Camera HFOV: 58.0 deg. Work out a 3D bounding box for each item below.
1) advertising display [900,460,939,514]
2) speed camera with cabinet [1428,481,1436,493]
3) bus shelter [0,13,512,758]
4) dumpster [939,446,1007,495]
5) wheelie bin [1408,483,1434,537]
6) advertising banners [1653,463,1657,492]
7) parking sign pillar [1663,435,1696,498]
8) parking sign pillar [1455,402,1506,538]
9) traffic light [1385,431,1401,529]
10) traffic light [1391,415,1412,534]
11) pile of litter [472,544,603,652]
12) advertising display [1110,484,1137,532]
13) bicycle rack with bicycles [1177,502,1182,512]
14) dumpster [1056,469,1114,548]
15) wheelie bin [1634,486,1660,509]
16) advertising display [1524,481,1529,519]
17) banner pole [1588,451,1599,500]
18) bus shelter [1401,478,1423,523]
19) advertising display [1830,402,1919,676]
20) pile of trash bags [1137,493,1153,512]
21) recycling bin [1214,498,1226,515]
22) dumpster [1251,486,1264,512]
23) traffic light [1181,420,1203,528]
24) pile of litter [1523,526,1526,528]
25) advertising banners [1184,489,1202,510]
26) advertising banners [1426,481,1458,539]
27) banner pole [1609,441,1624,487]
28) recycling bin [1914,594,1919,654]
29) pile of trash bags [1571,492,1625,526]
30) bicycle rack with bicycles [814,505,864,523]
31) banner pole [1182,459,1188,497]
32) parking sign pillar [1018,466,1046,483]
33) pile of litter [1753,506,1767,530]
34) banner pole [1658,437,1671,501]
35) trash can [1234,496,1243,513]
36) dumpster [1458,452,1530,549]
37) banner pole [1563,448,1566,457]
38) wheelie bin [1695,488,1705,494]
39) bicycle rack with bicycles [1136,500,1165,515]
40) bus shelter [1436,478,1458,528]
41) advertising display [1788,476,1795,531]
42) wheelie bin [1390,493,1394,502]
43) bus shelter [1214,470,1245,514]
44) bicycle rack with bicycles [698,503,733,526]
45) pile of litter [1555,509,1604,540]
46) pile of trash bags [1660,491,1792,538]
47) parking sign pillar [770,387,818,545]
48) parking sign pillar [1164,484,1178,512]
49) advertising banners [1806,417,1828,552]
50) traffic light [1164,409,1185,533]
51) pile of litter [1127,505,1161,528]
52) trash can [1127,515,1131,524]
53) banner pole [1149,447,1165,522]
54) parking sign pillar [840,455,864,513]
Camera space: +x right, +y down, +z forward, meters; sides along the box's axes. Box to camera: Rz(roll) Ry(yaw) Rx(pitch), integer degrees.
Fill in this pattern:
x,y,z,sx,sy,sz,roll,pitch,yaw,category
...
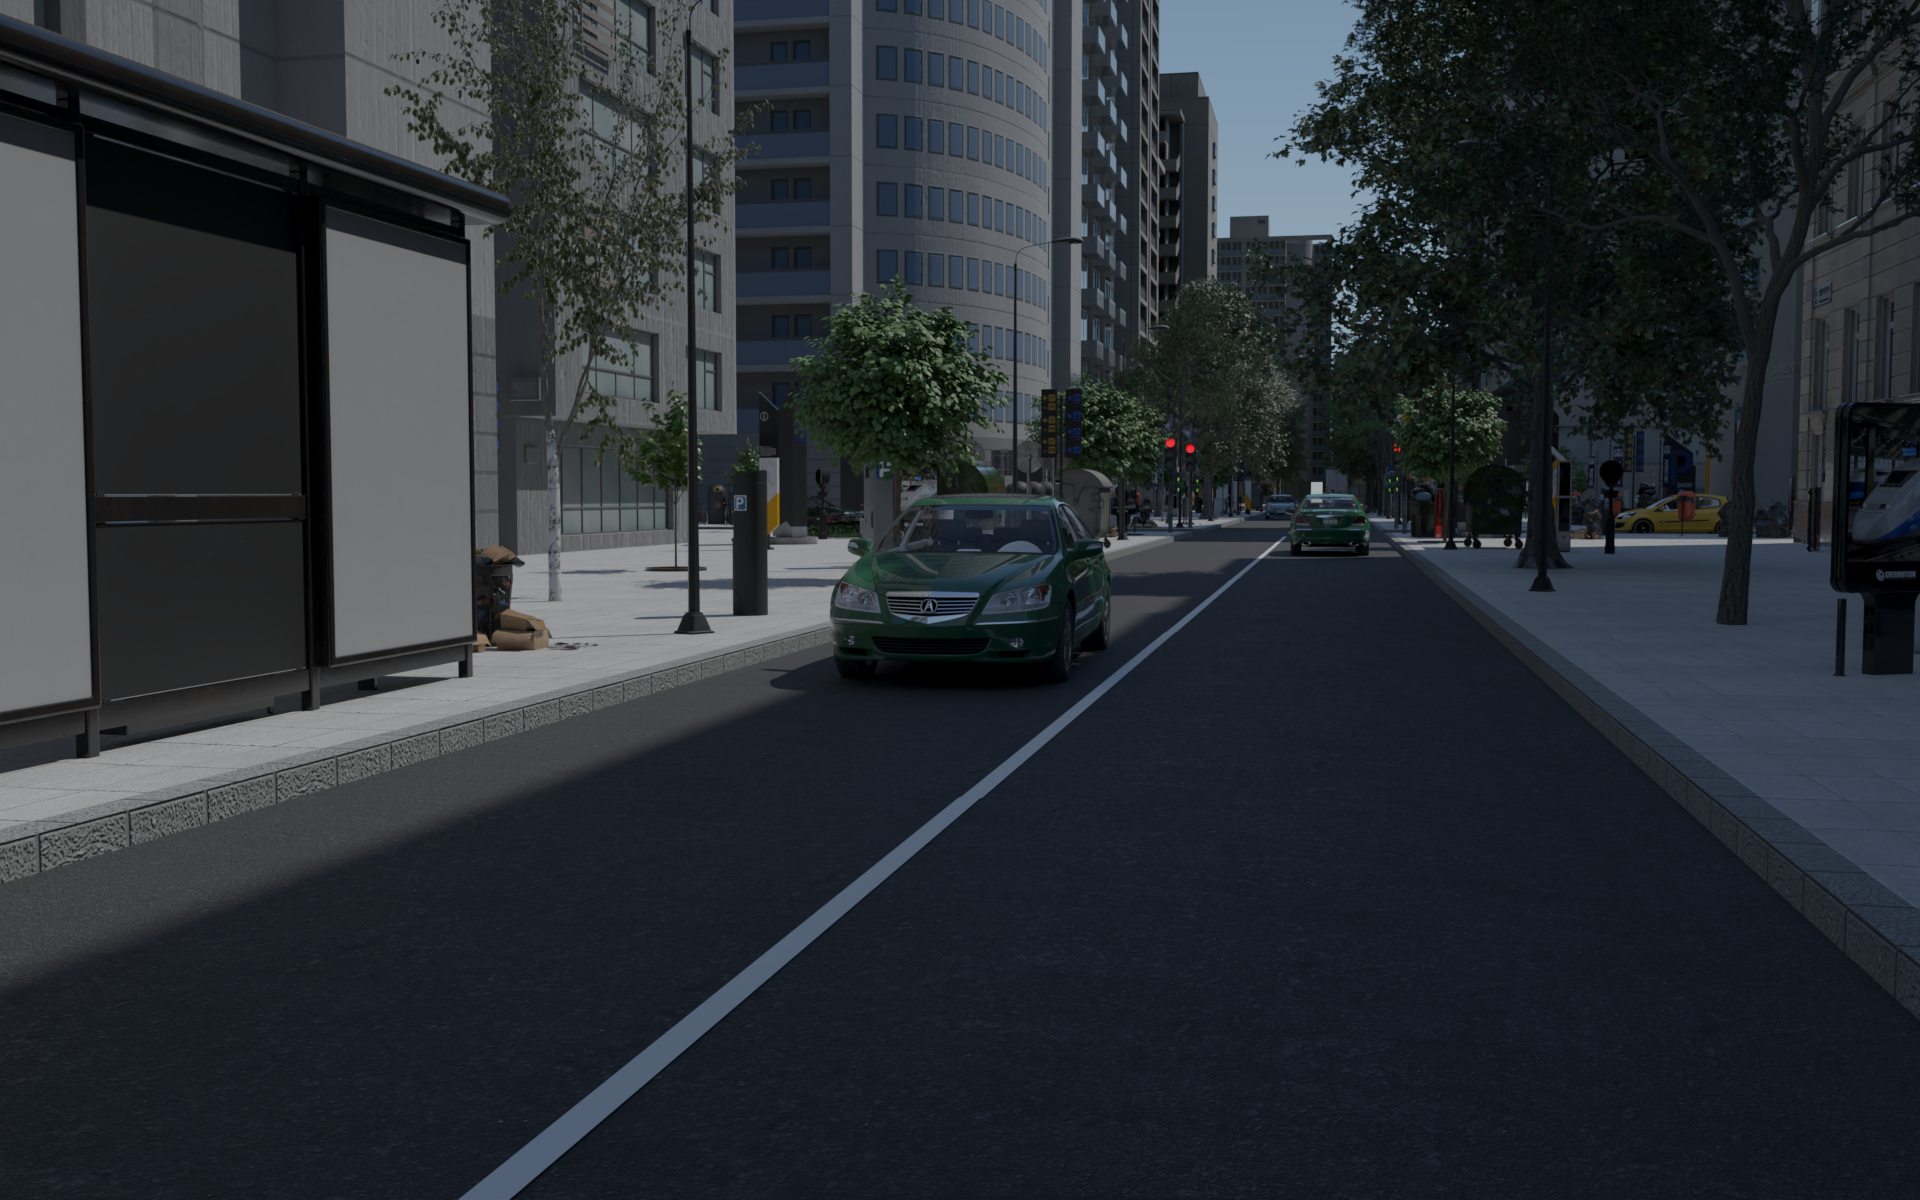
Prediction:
x,y,z,sx,sy,sz,roll,pitch,yaw,category
-0.882,-1.675,32.600,0.974,1.923,0.123,-1,4,-12,advertising display
20.296,-4.905,74.526,0.660,3.252,2.038,0,4,5,speed camera with cabinet
-5.088,-1.857,7.989,2.179,5.291,8.768,1,4,12,bus shelter
0.019,-1.966,34.635,1.502,2.255,1.985,1,4,12,dumpster
13.729,-2.659,51.389,0.693,1.594,0.980,-1,4,-13,wheelie bin
38.918,-6.156,96.832,0.090,3.025,2.074,2,4,32,advertising banners
31.775,-5.384,76.502,1.447,3.967,1.447,0,4,-5,parking sign pillar
15.378,-3.828,51.061,1.447,3.967,1.447,1,4,12,parking sign pillar
16.056,-4.574,63.698,0.839,4.253,0.868,1,4,12,traffic light
14.360,-4.096,55.895,0.839,4.253,0.868,1,4,12,traffic light
-3.926,-0.027,14.400,1.719,0.858,1.176,1,4,10,pile of litter
5.410,-3.220,57.859,0.974,1.923,0.123,0,4,-1,advertising display
15.765,-6.961,127.191,2.925,0.926,2.852,-2,4,-25,bicycle rack with bicycles
2.834,-2.113,40.311,1.264,1.857,1.865,1,4,12,dumpster
27.540,-3.757,69.342,0.980,1.594,0.693,0,4,-7,wheelie bin
28.971,-5.032,87.489,0.974,1.923,0.123,-1,4,-13,advertising display
36.924,-6.785,100.951,0.401,3.779,0.863,-2,4,-33,banner pole
21.344,-6.263,80.031,2.179,5.291,8.768,1,4,12,bus shelter
6.617,-0.433,12.299,0.974,1.923,0.123,-1,4,-18,advertising display
12.528,-6.853,121.803,1.912,1.369,3.447,0,4,1,pile of trash bags
16.422,-5.909,109.164,0.722,1.027,0.722,-2,4,-28,recycling bin
21.075,-7.231,123.987,1.264,1.857,1.865,1,4,12,dumpster
8.712,-4.670,65.272,0.839,4.253,0.868,1,4,12,traffic light
22.296,-3.187,66.078,1.719,0.858,1.176,2,4,30,pile of litter
18.806,-8.708,138.557,2.074,3.025,0.090,-1,4,-21,advertising banners
13.778,-3.276,49.746,0.090,3.025,2.074,3,5,44,advertising banners
30.132,-5.488,79.750,0.863,3.779,0.401,3,5,43,banner pole
7.943,-0.095,14.112,0.722,1.027,0.722,-2,4,-29,recycling bin
25.985,-3.691,70.101,1.912,1.369,3.447,0,4,-1,pile of trash bags
-3.170,-2.789,58.982,2.925,0.926,2.852,3,5,43,bicycle rack with bicycles
14.265,-7.304,109.438,0.863,3.779,0.401,-1,4,-22,banner pole
3.175,-5.414,76.986,1.447,3.967,1.447,2,4,30,parking sign pillar
30.515,-3.132,65.174,1.176,0.858,1.719,1,4,13,pile of litter
29.984,-5.125,73.808,0.863,3.779,0.401,-2,4,-26,banner pole
18.892,-6.507,118.039,0.748,1.137,0.748,0,3,0,trash can
12.657,-2.363,41.126,1.502,2.255,1.985,1,4,12,dumpster
32.538,-6.325,93.438,0.401,3.779,0.863,2,4,26,banner pole
38.187,-5.000,89.651,0.980,1.594,0.693,3,4,36,wheelie bin
10.431,-5.648,105.721,2.852,0.926,2.925,-1,4,-23,bicycle rack with bicycles
18.824,-4.564,65.905,1.731,3.624,6.357,1,4,12,bus shelter
29.341,-3.419,61.115,0.123,1.923,0.974,1,4,21,advertising display
27.688,-6.258,110.219,0.980,1.594,0.693,-3,5,-42,wheelie bin
17.642,-7.338,113.899,2.014,3.302,5.546,1,4,12,bus shelter
-9.926,-3.521,70.947,2.852,0.926,2.925,0,4,2,bicycle rack with bicycles
17.765,-2.160,49.286,1.176,0.858,1.719,2,4,32,pile of litter
23.200,-2.586,52.040,1.912,1.369,3.447,-3,5,-43,pile of trash bags
-4.373,-3.419,44.369,1.447,3.967,1.447,-2,4,-29,parking sign pillar
15.108,-8.292,124.047,1.447,3.967,1.447,2,4,27,parking sign pillar
19.377,-2.625,39.109,0.090,3.025,2.074,2,4,35,advertising banners
7.016,-4.193,57.469,0.839,4.253,0.868,1,4,12,traffic light
6.964,-3.152,65.500,1.719,0.858,1.176,3,4,38,pile of litter
6.680,-3.614,70.737,0.748,1.137,0.748,0,3,0,trash can
9.208,-5.533,80.483,0.863,3.779,0.401,2,4,26,banner pole
-4.255,-5.067,71.316,1.447,3.967,1.447,0,4,7,parking sign pillar
